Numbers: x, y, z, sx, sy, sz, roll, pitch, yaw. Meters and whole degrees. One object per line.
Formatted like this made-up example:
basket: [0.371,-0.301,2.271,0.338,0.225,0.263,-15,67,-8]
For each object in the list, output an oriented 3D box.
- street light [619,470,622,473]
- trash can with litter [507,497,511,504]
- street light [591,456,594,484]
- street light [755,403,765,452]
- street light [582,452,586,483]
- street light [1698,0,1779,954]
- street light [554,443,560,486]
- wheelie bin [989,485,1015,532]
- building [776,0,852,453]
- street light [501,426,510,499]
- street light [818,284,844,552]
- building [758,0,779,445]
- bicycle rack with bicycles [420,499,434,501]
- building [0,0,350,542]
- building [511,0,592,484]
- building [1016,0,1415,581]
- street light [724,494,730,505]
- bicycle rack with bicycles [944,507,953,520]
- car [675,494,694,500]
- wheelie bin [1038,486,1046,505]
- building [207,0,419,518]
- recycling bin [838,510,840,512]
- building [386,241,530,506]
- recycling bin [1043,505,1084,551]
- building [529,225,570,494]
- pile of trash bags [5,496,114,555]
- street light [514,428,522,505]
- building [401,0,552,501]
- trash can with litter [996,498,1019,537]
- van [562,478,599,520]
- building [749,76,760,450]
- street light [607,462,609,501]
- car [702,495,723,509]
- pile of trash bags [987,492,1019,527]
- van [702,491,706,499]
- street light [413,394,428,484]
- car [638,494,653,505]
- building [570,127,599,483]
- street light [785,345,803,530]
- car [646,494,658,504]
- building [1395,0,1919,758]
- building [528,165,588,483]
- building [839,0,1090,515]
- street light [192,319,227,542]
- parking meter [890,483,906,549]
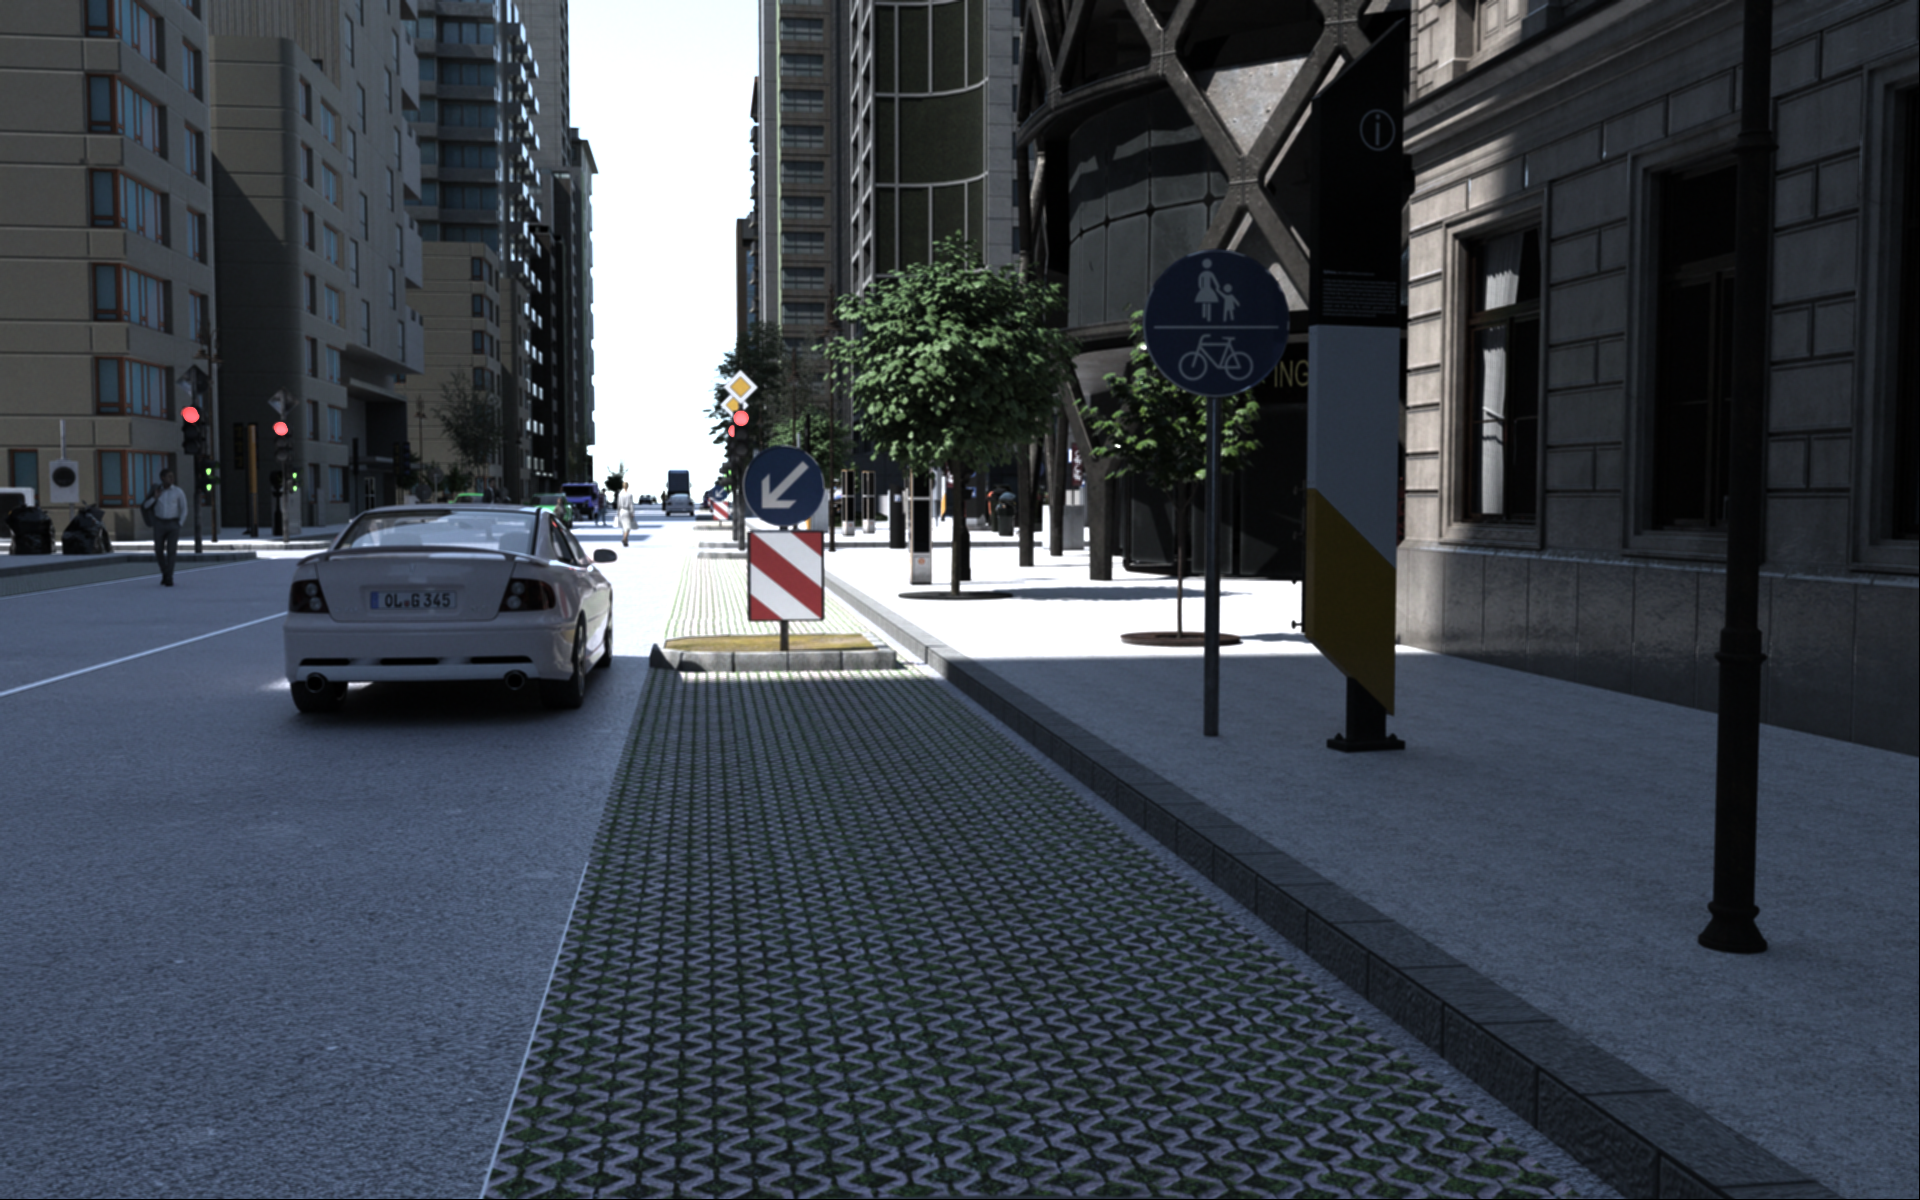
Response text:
street light: [-53.072,-18.205,270.437,0.468,5.910,1.993,-1,4,-8]
trash can with litter: [-31.032,-6.610,119.462,1.055,1.170,0.624,0,4,8]
street light: [-43.160,-14.097,203.280,0.468,5.910,1.993,-1,4,-8]
street light: [-10.056,-7.013,87.448,0.468,5.910,1.993,-1,4,-8]
street light: [-41.023,-13.243,189.308,0.468,5.910,1.993,-1,4,-8]
street light: [2.194,-1.954,4.740,0.468,5.910,1.993,-1,4,-8]
street light: [-36.120,-11.178,155.547,0.468,5.910,1.993,-1,4,-8]
wheelie bin: [1.428,-3.079,58.252,0.980,1.594,0.693,2,4,32]
building: [-6.930,-27.443,132.292,14.154,41.232,14.086,-1,4,-8]
street light: [-29.833,-8.617,113.675,0.468,5.910,1.993,-1,4,-8]
street light: [-2.835,-4.003,38.231,0.468,5.910,1.993,-1,4,-8]
building: [-7.230,-37.374,153.058,21.231,58.520,28.212,-1,4,-8]
bicycle rack with bicycles: [-36.244,-6.380,117.702,2.852,0.926,2.925,-1,4,-23]
building: [-38.167,-13.059,58.550,27.650,21.520,28.899,-1,4,-8]
building: [-59.107,-48.159,225.656,20.563,71.187,20.611,-1,4,-8]
building: [9.200,-9.958,30.258,16.820,18.784,16.811,-1,4,-8]
street light: [-28.374,-14.565,210.930,0.468,5.910,1.993,-1,4,-8]
bicycle rack with bicycles: [0.654,-4.503,87.009,2.925,0.926,2.852,-3,4,-38]
car: [-24.515,-8.605,152.487,2.131,1.459,4.920,0,4,-7]
wheelie bin: [2.950,-3.770,69.547,0.980,1.594,0.693,-2,4,-35]
building: [-44.707,-30.820,93.153,28.713,52.752,27.495,-1,4,-8]
recycling bin: [-7.228,-5.164,96.992,0.722,1.027,0.722,-3,4,-39]
building: [-48.385,-17.524,131.561,27.650,21.520,28.899,-1,4,-8]
recycling bin: [2.366,-1.658,39.655,0.722,1.027,0.722,-2,4,-30]
building: [-49.402,-25.218,184.022,14.160,30.474,14.107,-1,4,-8]
pile of trash bags: [-20.034,-1.681,37.230,3.447,1.369,1.912,0,4,-4]
street light: [-30.999,-9.111,121.747,0.468,5.910,1.993,-1,4,-8]
building: [-51.049,-33.096,160.732,23.786,49.044,30.456,-1,4,-8]
trash can with litter: [1.630,-2.512,52.459,1.055,1.170,0.624,0,4,-4]
van: [-21.387,-5.678,97.227,2.240,2.365,5.245,0,4,-7]
building: [-10.787,-32.252,181.945,22.147,44.769,28.867,-1,4,-8]
street light: [-48.056,-16.147,236.791,0.468,5.910,1.993,-1,4,-8]
car: [-22.501,-8.860,157.439,1.945,1.354,3.894,0,4,-8]
pile of trash bags: [1.888,-3.480,66.648,1.912,1.369,3.447,2,4,23]
van: [-32.400,-13.280,224.133,2.013,2.044,4.112,-1,4,-8]
street light: [-24.944,-6.567,80.163,0.468,5.910,1.993,-1,4,-8]
car: [-43.428,-14.021,239.035,2.009,1.686,4.222,0,4,-7]
building: [-67.213,-40.443,250.488,28.713,52.752,27.495,-1,4,-8]
street light: [-5.159,-4.963,53.938,0.468,5.910,1.993,-1,4,-8]
car: [-47.070,-15.532,264.174,2.015,1.641,3.980,0,4,-7]
building: [9.669,-8.660,6.222,10.561,19.102,19.286,-1,4,-8]
building: [-52.788,-32.154,209.305,14.154,41.232,14.086,-1,4,-8]
building: [1.892,-41.064,109.645,20.563,71.187,20.611,-1,4,-8]
street light: [-19.806,-4.468,45.837,0.468,5.910,1.993,-1,4,-8]
parking meter: [-1.464,-1.971,40.629,0.372,1.533,0.369,0,3,0]
